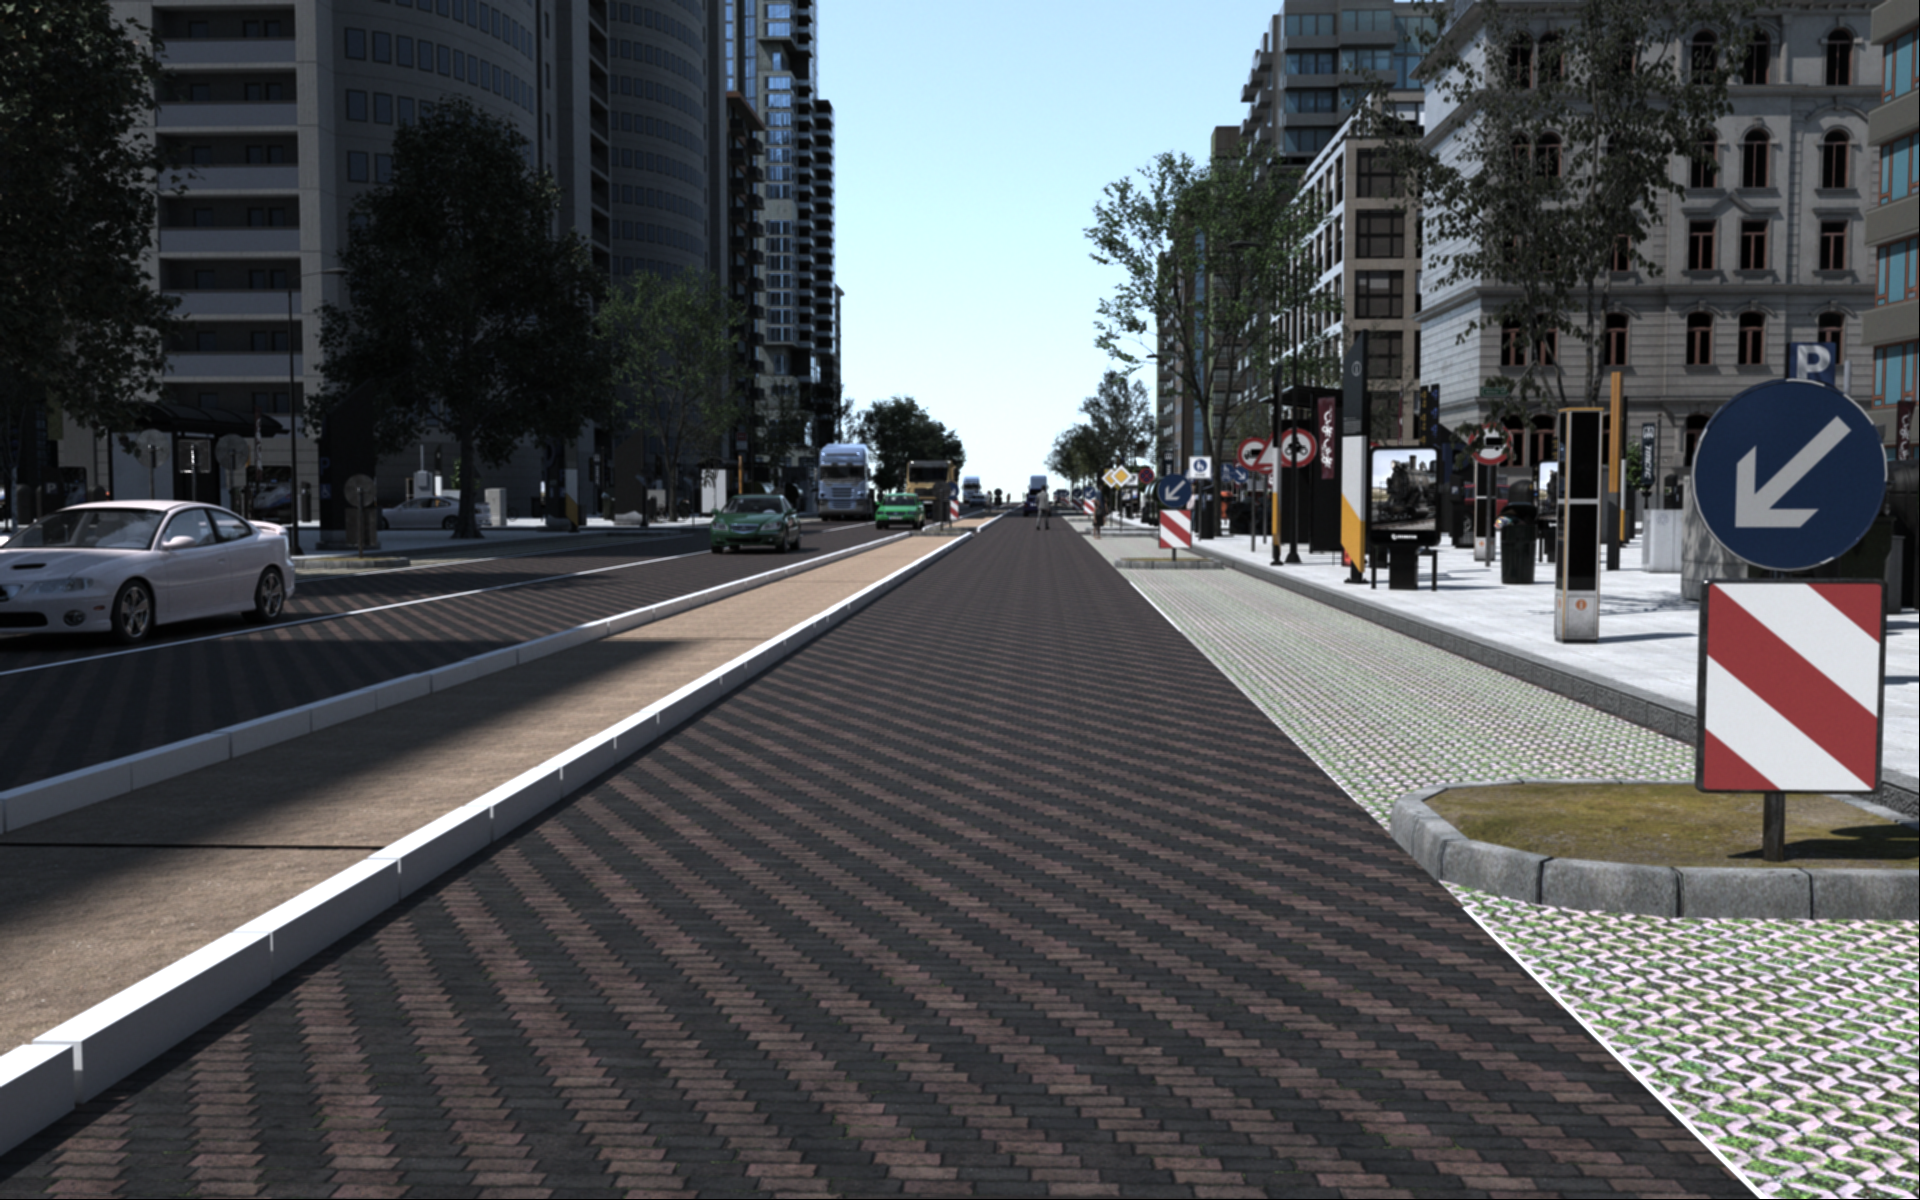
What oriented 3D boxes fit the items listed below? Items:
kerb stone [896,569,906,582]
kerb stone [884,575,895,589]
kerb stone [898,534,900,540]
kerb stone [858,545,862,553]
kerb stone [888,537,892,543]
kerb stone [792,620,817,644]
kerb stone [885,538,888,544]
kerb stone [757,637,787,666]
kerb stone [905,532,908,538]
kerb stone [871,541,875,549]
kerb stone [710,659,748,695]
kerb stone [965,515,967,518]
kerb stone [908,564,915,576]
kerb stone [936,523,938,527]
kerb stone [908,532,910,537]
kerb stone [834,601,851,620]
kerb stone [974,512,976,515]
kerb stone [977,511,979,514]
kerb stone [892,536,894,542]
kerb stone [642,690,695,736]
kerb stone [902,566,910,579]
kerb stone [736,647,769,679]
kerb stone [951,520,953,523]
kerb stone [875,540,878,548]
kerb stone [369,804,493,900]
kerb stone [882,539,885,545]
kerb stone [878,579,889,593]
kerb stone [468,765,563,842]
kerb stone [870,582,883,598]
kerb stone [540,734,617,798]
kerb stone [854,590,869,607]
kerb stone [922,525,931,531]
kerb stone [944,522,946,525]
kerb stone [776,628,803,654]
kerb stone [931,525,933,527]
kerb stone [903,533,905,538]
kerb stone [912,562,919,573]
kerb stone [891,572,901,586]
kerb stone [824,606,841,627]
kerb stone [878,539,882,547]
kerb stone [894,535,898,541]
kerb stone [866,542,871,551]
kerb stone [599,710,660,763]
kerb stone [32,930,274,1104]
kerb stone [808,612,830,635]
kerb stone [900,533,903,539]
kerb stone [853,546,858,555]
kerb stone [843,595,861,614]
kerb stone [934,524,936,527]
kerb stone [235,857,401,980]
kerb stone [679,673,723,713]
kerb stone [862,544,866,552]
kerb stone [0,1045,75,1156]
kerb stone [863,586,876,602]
[{"bbox_3d":[-1.022,-0.361,28.128,0.120,0.150,1.000,0,4,3],"label":"kerb stone"},{"bbox_3d":[-1.117,-0.233,26.085,0.120,0.150,1.000,0,4,3],"label":"kerb stone"},{"bbox_3d":[-1.995,-1.863,52.819,0.120,0.150,1.000,0,4,3],"label":"kerb stone"},{"bbox_3d":[-2.521,-1.184,41.549,0.120,0.150,1.000,0,4,3],"label":"kerb stone"},{"bbox_3d":[-2.140,-1.681,49.748,0.120,0.150,1.000,0,4,3],"label":"kerb stone"},{"bbox_3d":[-1.542,0.327,16.853,0.120,0.150,1.000,0,4,3],"label":"kerb stone"},{"bbox_3d":[-2.188,-1.622,48.713,0.120,0.150,1.000,0,4,3],"label":"kerb stone"},{"bbox_3d":[-1.634,0.452,14.809,0.120,0.150,1.000,0,4,3],"label":"kerb stone"},{"bbox_3d":[-1.859,-2.057,55.885,0.120,0.150,1.000,0,4,3],"label":"kerb stone"},{"bbox_3d":[-2.366,-1.368,44.614,0.120,0.150,1.000,0,4,3],"label":"kerb stone"},{"bbox_3d":[-1.726,0.577,12.765,0.120,0.150,1.000,0,4,3],"label":"kerb stone"},{"bbox_3d":[0.181,-4.787,100.460,0.120,0.150,1.000,0,4,3],"label":"kerb stone"},{"bbox_3d":[-0.926,-0.488,30.178,0.120,0.150,1.000,0,4,3],"label":"kerb stone"},{"bbox_3d":[-1.126,-3.033,71.786,0.120,0.150,1.000,0,4,3],"label":"kerb stone"},{"bbox_3d":[-1.813,-2.123,56.907,0.120,0.150,1.000,0,4,3],"label":"kerb stone"},{"bbox_3d":[-1.400,0.142,19.930,0.120,0.150,1.000,0,4,3],"label":"kerb stone"},{"bbox_3d":[0.780,-5.601,113.787,0.120,0.150,1.000,0,4,3],"label":"kerb stone"},{"bbox_3d":[1.024,-5.915,118.903,0.120,0.150,1.000,0,4,3],"label":"kerb stone"},{"bbox_3d":[-2.098,-1.748,50.769,0.120,0.150,1.000,0,4,3],"label":"kerb stone"},{"bbox_3d":[-1.814,0.702,10.716,0.120,0.150,1.000,0,4,3],"label":"kerb stone"},{"bbox_3d":[-0.974,-0.426,29.156,0.120,0.150,1.000,0,4,3],"label":"kerb stone"},{"bbox_3d":[-1.677,0.514,13.786,0.120,0.150,1.000,0,4,3],"label":"kerb stone"},{"bbox_3d":[-0.566,-3.786,84.092,0.120,0.150,1.000,0,4,3],"label":"kerb stone"},{"bbox_3d":[-2.324,-1.434,45.635,0.120,0.150,1.000,0,4,3],"label":"kerb stone"},{"bbox_3d":[-2.010,0.953,6.613,0.120,0.150,1.000,0,4,3],"label":"kerb stone"},{"bbox_3d":[-2.234,-1.559,47.692,0.120,0.150,1.000,0,4,3],"label":"kerb stone"},{"bbox_3d":[-1.164,-0.175,25.050,0.120,0.150,1.000,0,4,3],"label":"kerb stone"},{"bbox_3d":[-1.959,0.891,7.634,0.120,0.150,1.000,0,4,3],"label":"kerb stone"},{"bbox_3d":[-1.213,-0.112,24.029,0.120,0.150,1.000,0,4,3],"label":"kerb stone"},{"bbox_3d":[-1.909,0.828,8.660,0.120,0.150,1.000,0,4,3],"label":"kerb stone"},{"bbox_3d":[-1.302,0.014,21.980,0.120,0.150,1.000,0,4,3],"label":"kerb stone"},{"bbox_3d":[-1.323,-2.776,67.693,0.120,0.150,1.000,0,4,3],"label":"kerb stone"},{"bbox_3d":[-0.846,-3.410,77.941,0.120,0.150,1.000,0,4,3],"label":"kerb stone"},{"bbox_3d":[-1.584,0.389,15.832,0.120,0.150,1.000,0,4,3],"label":"kerb stone"},{"bbox_3d":[-1.263,-2.845,68.715,0.120,0.150,1.000,0,4,3],"label":"kerb stone"},{"bbox_3d":[-1.908,-1.997,54.864,0.120,0.150,1.000,0,4,3],"label":"kerb stone"},{"bbox_3d":[-0.884,-0.544,31.199,0.120,0.150,1.000,0,4,3],"label":"kerb stone"},{"bbox_3d":[-1.067,-0.299,27.106,0.120,0.150,1.000,0,4,3],"label":"kerb stone"},{"bbox_3d":[-1.439,0.206,18.906,0.120,0.150,1.000,0,4,3],"label":"kerb stone"},{"bbox_3d":[-2.281,-1.497,46.667,0.120,0.150,1.000,0,4,3],"label":"kerb stone"},{"bbox_3d":[-2.043,-1.810,51.790,0.120,0.150,1.000,0,4,3],"label":"kerb stone"},{"bbox_3d":[-2.419,-1.309,43.593,0.120,0.150,1.000,0,4,3],"label":"kerb stone"},{"bbox_3d":[-1.862,0.768,9.689,0.120,0.150,1.000,0,4,3],"label":"kerb stone"},{"bbox_3d":[-2.097,1.078,4.567,0.120,0.150,1.000,0,4,3],"label":"kerb stone"},{"bbox_3d":[-1.490,0.264,17.875,0.120,0.150,1.000,0,4,3],"label":"kerb stone"},{"bbox_3d":[-1.947,-1.936,53.842,0.120,0.150,1.000,0,4,3],"label":"kerb stone"},{"bbox_3d":[-2.560,-1.118,40.527,0.120,0.150,1.000,0,4,3],"label":"kerb stone"},{"bbox_3d":[-1.344,0.076,20.959,0.120,0.150,1.000,0,4,3],"label":"kerb stone"},{"bbox_3d":[-1.172,-2.968,70.765,0.120,0.150,1.000,0,4,3],"label":"kerb stone"},{"bbox_3d":[-2.057,1.018,5.592,0.120,0.150,1.000,0,4,3],"label":"kerb stone"},{"bbox_3d":[-1.774,0.642,11.740,0.120,0.150,1.000,0,4,3],"label":"kerb stone"},{"bbox_3d":[-2.471,-1.246,42.572,0.120,0.150,1.000,0,4,3],"label":"kerb stone"},{"bbox_3d":[-2.146,1.141,3.537,0.120,0.150,1.000,0,4,3],"label":"kerb stone"},{"bbox_3d":[-1.258,-0.046,23.007,0.120,0.150,1.000,0,4,3],"label":"kerb stone"}]
